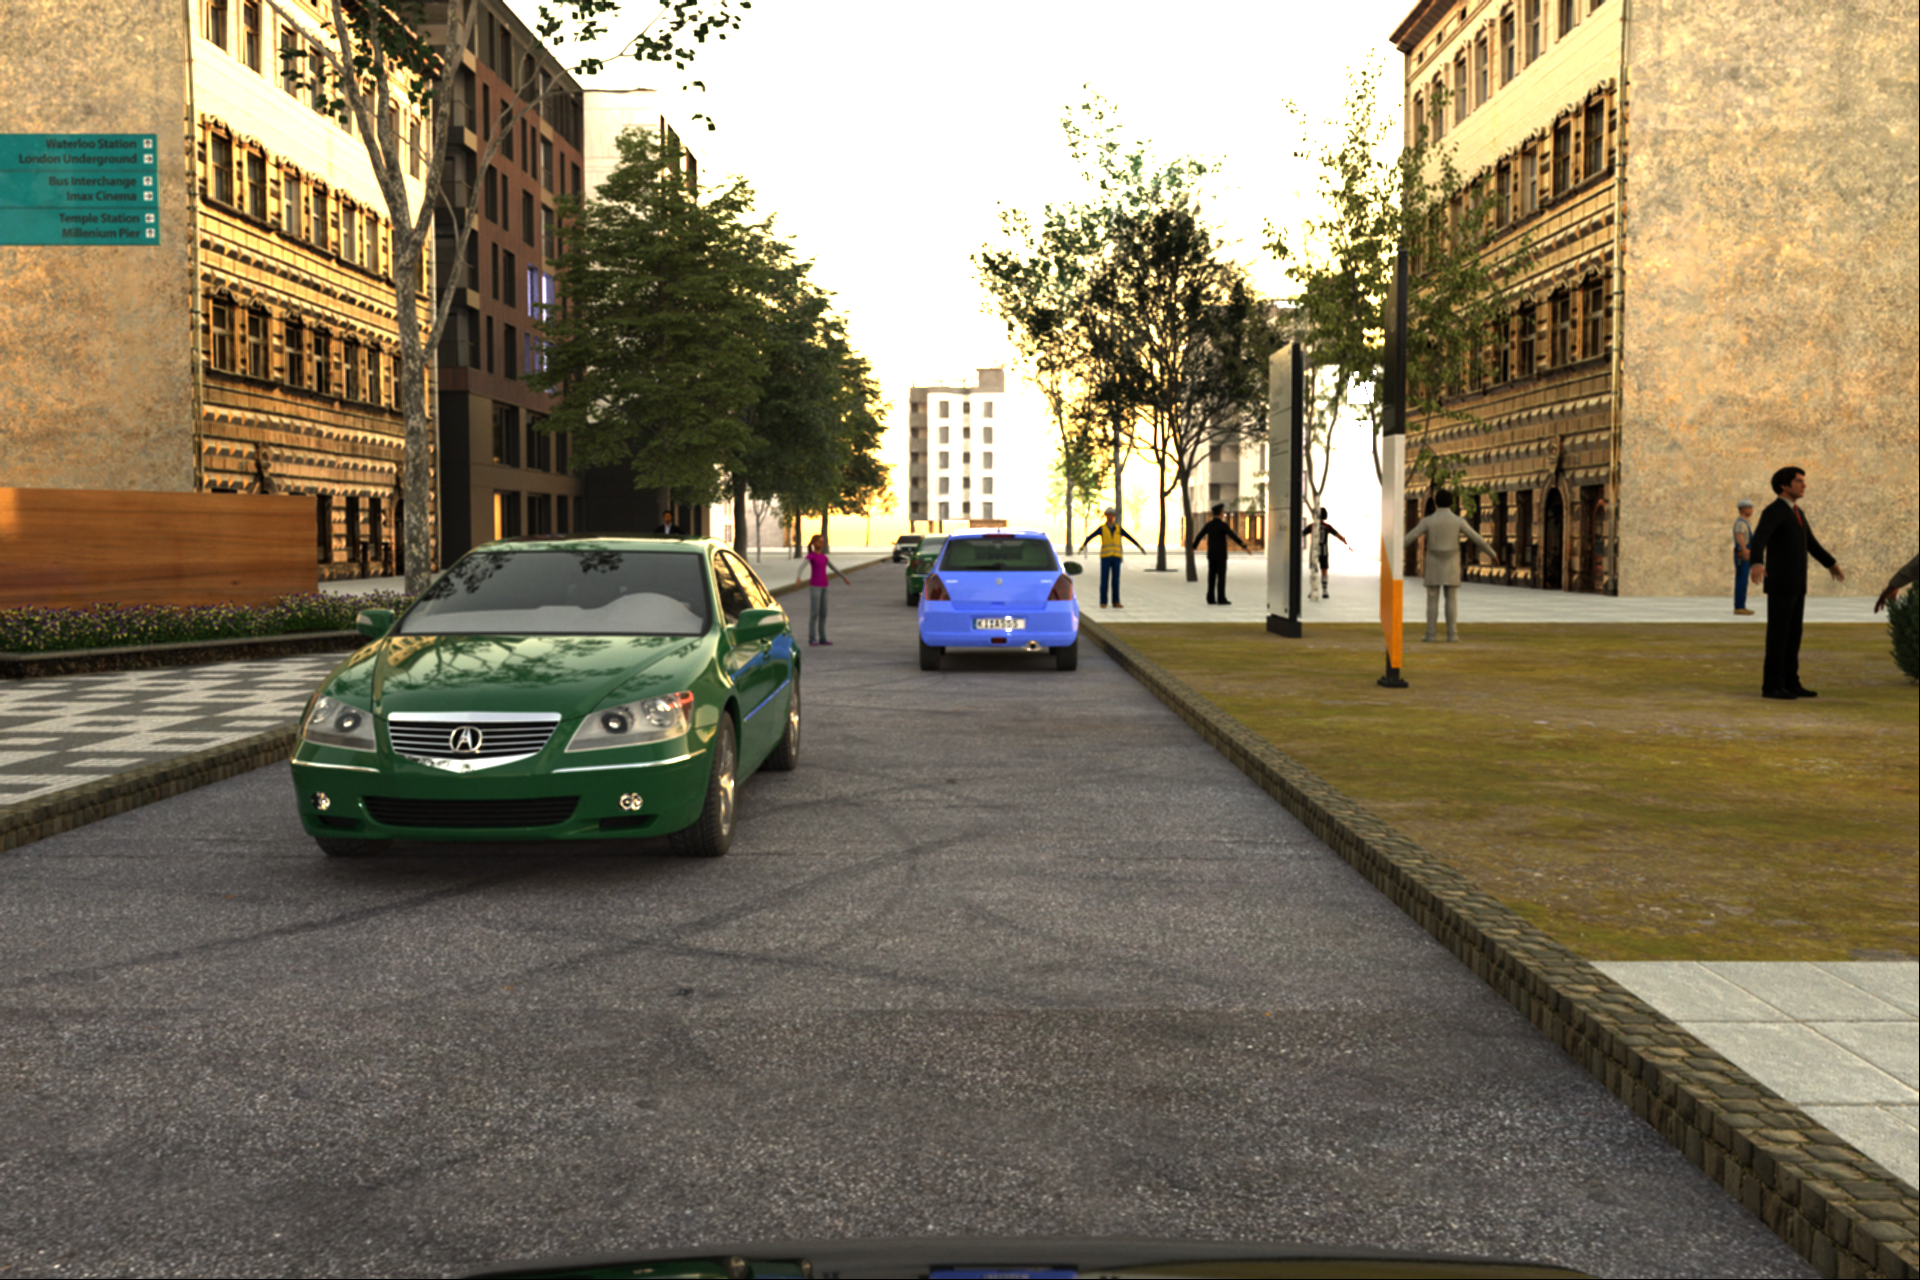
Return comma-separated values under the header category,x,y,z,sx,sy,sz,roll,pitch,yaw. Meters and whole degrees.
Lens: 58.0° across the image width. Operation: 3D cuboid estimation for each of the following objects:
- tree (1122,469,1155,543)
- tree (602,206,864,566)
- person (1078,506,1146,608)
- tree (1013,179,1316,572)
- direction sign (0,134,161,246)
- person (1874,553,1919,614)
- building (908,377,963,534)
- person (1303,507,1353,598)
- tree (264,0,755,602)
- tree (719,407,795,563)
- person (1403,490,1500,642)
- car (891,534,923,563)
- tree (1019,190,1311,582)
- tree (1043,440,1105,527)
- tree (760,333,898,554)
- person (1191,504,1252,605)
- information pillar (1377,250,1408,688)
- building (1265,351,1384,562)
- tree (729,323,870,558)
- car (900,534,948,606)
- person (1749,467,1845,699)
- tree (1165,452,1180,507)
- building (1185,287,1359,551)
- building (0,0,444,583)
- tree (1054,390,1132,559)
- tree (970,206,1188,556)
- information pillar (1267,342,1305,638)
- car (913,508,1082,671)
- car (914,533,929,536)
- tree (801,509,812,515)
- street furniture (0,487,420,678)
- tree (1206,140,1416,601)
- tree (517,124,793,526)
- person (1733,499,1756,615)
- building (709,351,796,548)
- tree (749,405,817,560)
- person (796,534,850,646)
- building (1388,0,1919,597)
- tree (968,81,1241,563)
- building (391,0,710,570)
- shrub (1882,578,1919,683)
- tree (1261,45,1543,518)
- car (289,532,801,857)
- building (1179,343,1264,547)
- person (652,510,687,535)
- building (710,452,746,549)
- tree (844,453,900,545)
category,x,y,z,sx,sy,sz,roll,pitch,yaw
tree,20.418,-15.023,195.994,4.360,8.622,3.978,0,3,0
tree,-8.604,-9.779,66.541,9.857,13.997,8.962,0,3,0
person,2.636,-1.447,30.126,1.216,1.772,0.721,-1,4,-11
tree,7.088,-9.113,59.359,12.009,13.543,11.850,0,3,0
direction sign,-6.034,-1.357,10.946,2.525,3.948,1.411,0,4,0
person,5.016,-0.117,8.050,1.348,1.813,0.705,2,4,25
building,-5.718,-20.942,201.276,11.380,20.090,16.016,0,4,1
person,7.211,-1.751,34.769,1.345,1.843,0.704,1,4,9
tree,-8.213,-10.370,25.447,12.611,20.169,13.585,0,3,0
tree,-8.867,-7.731,76.763,4.360,8.622,3.978,0,3,0
person,5.736,-0.882,20.613,1.347,1.806,0.705,1,4,9
car,-2.483,-4.789,88.088,2.009,1.686,4.222,0,4,0
tree,6.110,-6.879,46.889,8.767,10.594,7.601,-2,4,-34
tree,13.296,-17.361,201.972,7.486,12.596,7.792,0,3,0
tree,-8.633,-12.463,110.417,9.857,13.997,8.962,0,3,0
person,4.717,-1.570,31.604,0.705,1.837,1.347,-3,5,-44
information pillar,3.652,-1.421,14.587,0.183,3.616,0.504,0,4,1
building,20.739,-8.407,79.596,9.099,9.664,28.070,0,4,1
tree,-8.717,-10.656,92.355,7.486,12.596,7.792,0,3,0
car,-0.184,-1.474,35.903,2.131,1.459,4.920,0,4,-1
person,6.504,-0.452,13.574,1.347,1.806,0.705,-3,4,-38
tree,27.442,-16.866,201.516,9.928,11.665,9.643,0,3,0
building,23.425,-17.337,139.873,16.016,20.090,11.380,0,4,0
building,-26.171,-13.201,46.768,19.493,23.208,18.063,0,4,0
tree,6.552,-8.445,88.432,4.737,8.622,4.395,0,3,0
tree,7.143,-14.975,100.724,12.611,20.169,13.585,0,3,0
information pillar,4.142,-1.881,22.075,0.184,3.620,1.656,0,4,1
car,0.425,-0.605,19.488,1.945,1.707,3.694,0,4,1
car,-2.225,-5.515,99.208,2.155,1.783,4.494,0,4,0
tree,-20.103,-16.325,201.333,7.601,10.594,8.767,0,4,-2
street furniture,-8.910,-0.759,19.268,9.812,1.723,11.010,1,4,22
tree,6.775,-5.038,32.736,4.360,8.622,3.978,0,3,0
tree,-8.571,-8.017,49.199,7.486,12.596,7.792,0,3,0
person,12.512,-1.330,27.605,0.705,1.847,1.347,2,4,28
building,-26.000,-20.929,173.116,19.493,23.208,18.063,0,4,0
tree,-8.677,-8.300,86.064,4.737,8.622,4.395,0,3,0
person,-1.770,-0.642,22.213,0.599,1.433,0.991,3,4,38
building,22.684,-13.019,43.784,19.493,23.208,18.063,0,4,0
tree,5.760,-13.436,75.570,12.611,20.169,13.585,0,3,0
building,-27.818,-14.315,78.027,27.936,21.610,32.646,0,4,1
shrub,8.369,-0.216,14.656,1.383,1.207,1.383,0,3,0
tree,6.598,-4.653,26.442,4.737,8.622,4.395,0,3,0
car,-1.919,0.159,9.205,2.131,1.459,4.920,0,4,1
building,26.743,-19.178,169.977,16.016,20.090,11.380,0,3,0
person,-5.648,-1.636,33.462,1.216,1.740,0.721,0,4,0
building,-22.948,-12.720,150.115,9.099,9.664,28.070,0,4,1
tree,-10.389,-16.230,199.777,7.601,10.594,8.767,0,4,-1
